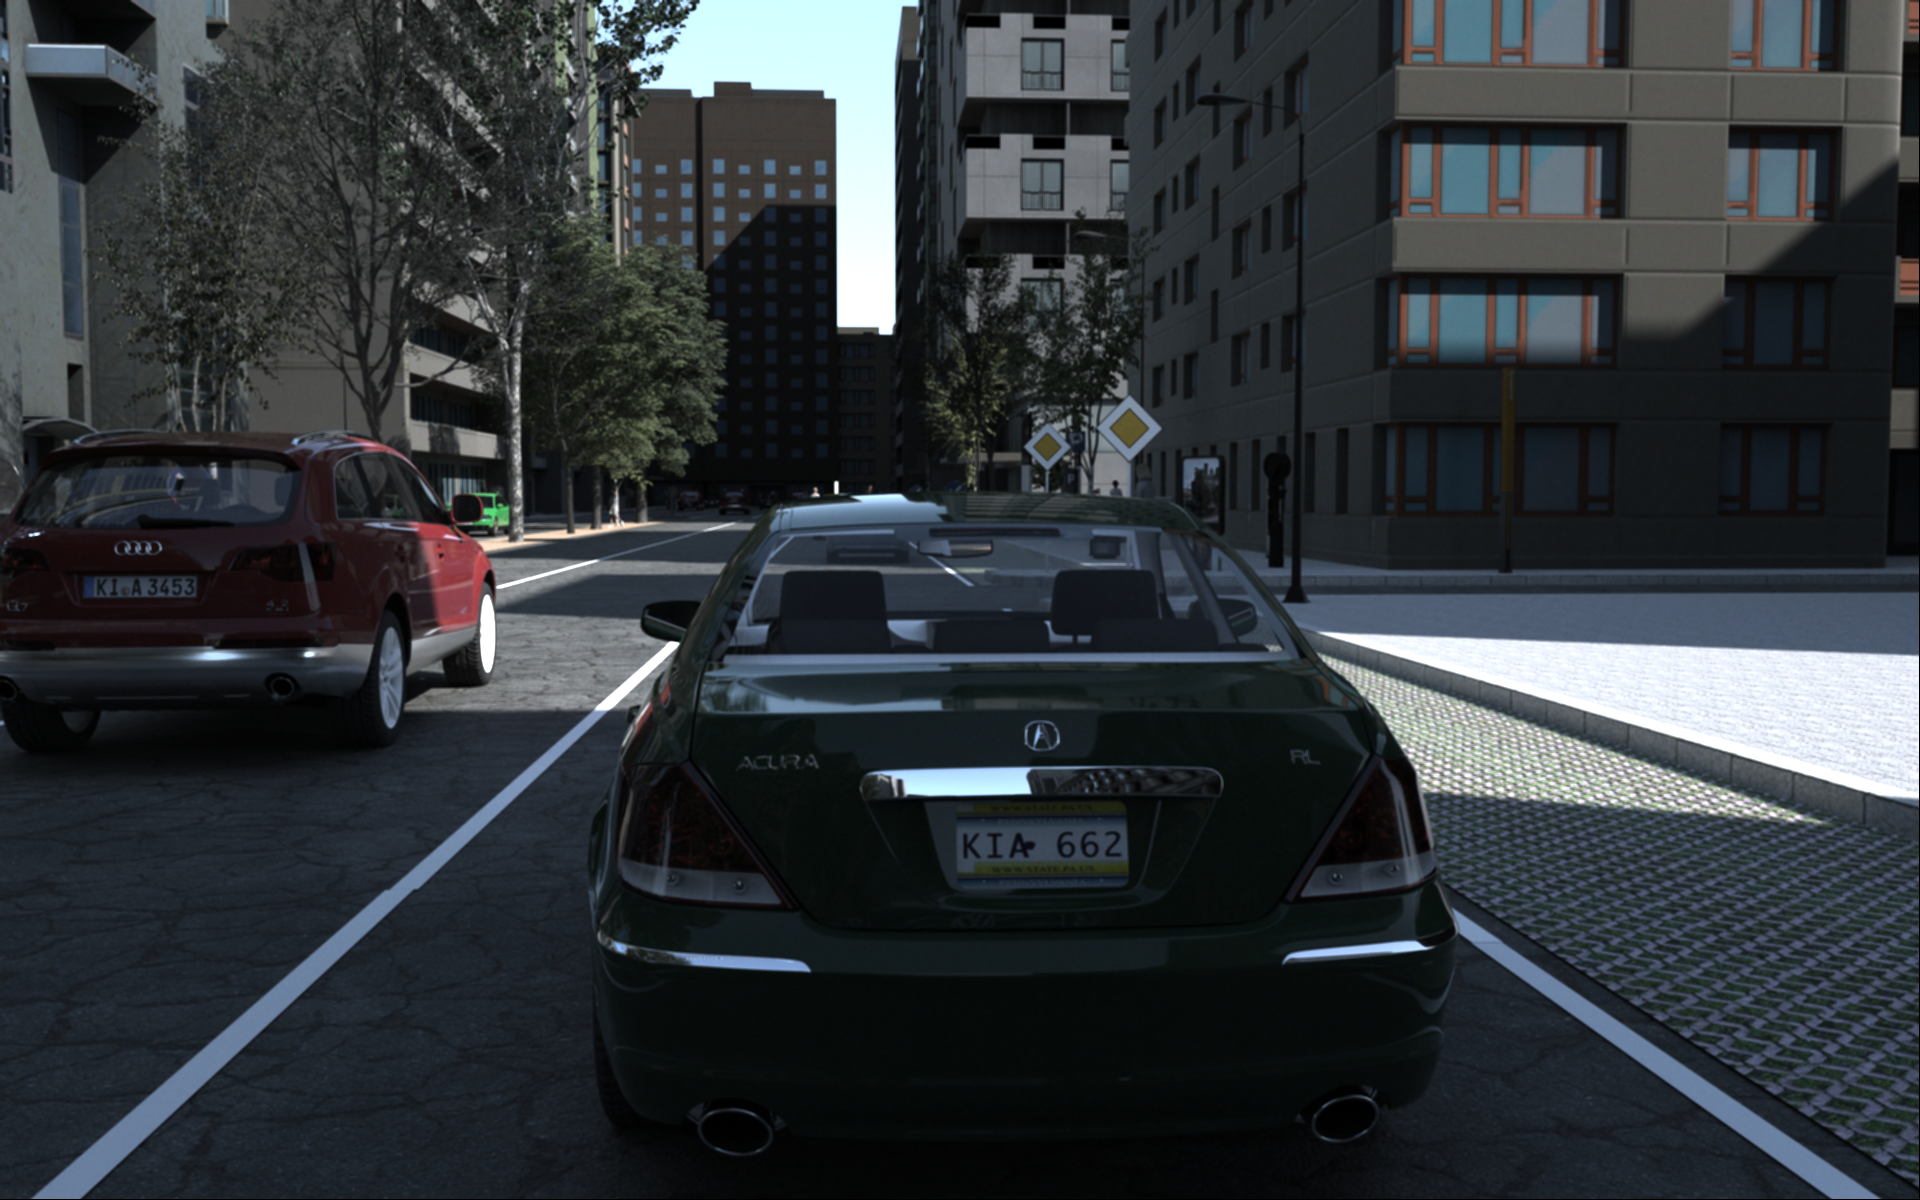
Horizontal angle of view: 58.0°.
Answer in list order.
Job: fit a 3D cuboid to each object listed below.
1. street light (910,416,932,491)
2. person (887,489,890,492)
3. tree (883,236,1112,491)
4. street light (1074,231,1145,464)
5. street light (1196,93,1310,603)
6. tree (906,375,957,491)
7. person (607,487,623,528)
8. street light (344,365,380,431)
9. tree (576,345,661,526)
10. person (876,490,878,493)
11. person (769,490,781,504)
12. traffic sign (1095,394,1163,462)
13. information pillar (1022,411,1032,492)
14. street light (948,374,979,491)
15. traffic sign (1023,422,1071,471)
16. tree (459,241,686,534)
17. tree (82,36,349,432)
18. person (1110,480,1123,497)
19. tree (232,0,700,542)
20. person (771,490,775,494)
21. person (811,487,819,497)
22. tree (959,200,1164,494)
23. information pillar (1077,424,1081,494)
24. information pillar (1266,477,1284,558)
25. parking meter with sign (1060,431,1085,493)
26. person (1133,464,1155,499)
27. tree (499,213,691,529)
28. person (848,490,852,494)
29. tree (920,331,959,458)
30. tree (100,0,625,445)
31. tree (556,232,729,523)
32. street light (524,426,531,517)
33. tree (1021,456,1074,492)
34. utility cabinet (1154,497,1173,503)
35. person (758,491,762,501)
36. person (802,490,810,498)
[{"bbox_3d":[-2.286,-7.988,103.151,1.470,5.913,1.316,0,4,-4],"label":"street light"},{"bbox_3d":[-4.741,-6.532,115.855,0.434,1.755,0.990,0,4,2],"label":"person"},{"bbox_3d":[1.258,-7.801,61.958,8.767,10.594,7.601,0,4,6],"label":"tree"},{"bbox_3d":[2.719,-3.565,30.835,1.470,5.913,1.316,0,4,-4],"label":"street light"},{"bbox_3d":[3.440,-2.921,20.300,1.470,5.913,1.316,0,4,-4],"label":"street light"},{"bbox_3d":[-1.664,-9.598,107.288,4.360,8.622,3.978,0,3,0],"label":"tree"},{"bbox_3d":[-14.616,-3.918,73.314,0.466,1.731,0.760,3,4,37],"label":"person"},{"bbox_3d":[-21.644,-5.509,62.605,1.470,5.913,1.316,0,4,-4],"label":"street light"},{"bbox_3d":[-15.248,-7.582,76.787,4.737,8.622,4.395,0,3,0],"label":"tree"},{"bbox_3d":[-6.637,-7.878,138.021,1.217,1.735,0.721,1,4,9],"label":"person"},{"bbox_3d":[-16.029,-8.676,150.450,1.348,1.812,0.705,2,4,31],"label":"person"},{"bbox_3d":[1.994,-1.104,20.244,0.795,2.593,0.064,0,4,-4],"label":"traffic sign"},{"bbox_3d":[1.906,-3.542,49.274,0.183,3.616,0.504,-2,4,-26],"label":"information pillar"},{"bbox_3d":[0.133,-5.788,67.167,1.470,5.913,1.316,0,4,-4],"label":"street light"},{"bbox_3d":[1.440,-1.591,28.210,0.795,2.593,0.064,0,4,-4],"label":"traffic sign"},{"bbox_3d":[-14.012,-7.678,62.410,8.767,10.594,7.601,0,4,-4],"label":"tree"},{"bbox_3d":[-12.102,-4.597,27.978,4.360,8.622,3.978,0,3,0],"label":"tree"},{"bbox_3d":[5.391,-3.253,59.806,0.480,1.755,0.524,0,4,-3],"label":"person"},{"bbox_3d":[-14.386,-11.803,51.332,12.611,20.169,13.585,0,3,0],"label":"tree"},{"bbox_3d":[-18.021,-9.759,167.928,0.709,1.838,0.599,1,4,13],"label":"person"},{"bbox_3d":[-6.741,-4.421,81.449,0.731,1.740,0.598,1,4,11],"label":"person"},{"bbox_3d":[3.121,-5.699,43.546,4.737,8.622,4.395,0,3,0],"label":"tree"},{"bbox_3d":[3.502,-3.649,51.020,0.183,3.616,0.504,0,4,-2],"label":"information pillar"},{"bbox_3d":[6.312,-1.847,34.694,0.304,2.012,0.304,1,4,21],"label":"information pillar"},{"bbox_3d":[3.114,-3.217,48.861,0.543,3.016,1.738,0,4,-6],"label":"parking meter with sign"},{"bbox_3d":[3.103,-1.424,29.514,0.728,1.800,0.709,3,5,39],"label":"person"},{"bbox_3d":[-14.805,-9.135,69.942,7.486,12.596,7.792,0,3,0],"label":"tree"},{"bbox_3d":[-11.158,-10.130,173.996,0.709,1.838,0.599,-3,5,-42],"label":"person"},{"bbox_3d":[0.426,-7.574,74.202,4.737,8.622,4.395,0,3,0],"label":"tree"},{"bbox_3d":[-12.338,-7.561,36.454,12.009,13.543,11.850,0,3,0],"label":"tree"},{"bbox_3d":[-15.681,-10.743,84.767,9.857,13.997,8.962,0,3,0],"label":"tree"},{"bbox_3d":[-24.146,-7.711,98.623,1.470,5.913,1.316,0,4,-4],"label":"street light"},{"bbox_3d":[2.702,-3.607,53.577,1.663,3.219,1.824,0,3,0],"label":"tree"},{"bbox_3d":[4.380,-1.756,39.872,1.020,1.237,0.306,1,4,12],"label":"utility cabinet"},{"bbox_3d":[-19.715,-9.931,171.657,0.721,1.735,1.217,-1,4,-12],"label":"person"},{"bbox_3d":[-10.590,-6.718,119.004,0.551,1.740,0.621,-2,4,-24],"label":"person"}]
